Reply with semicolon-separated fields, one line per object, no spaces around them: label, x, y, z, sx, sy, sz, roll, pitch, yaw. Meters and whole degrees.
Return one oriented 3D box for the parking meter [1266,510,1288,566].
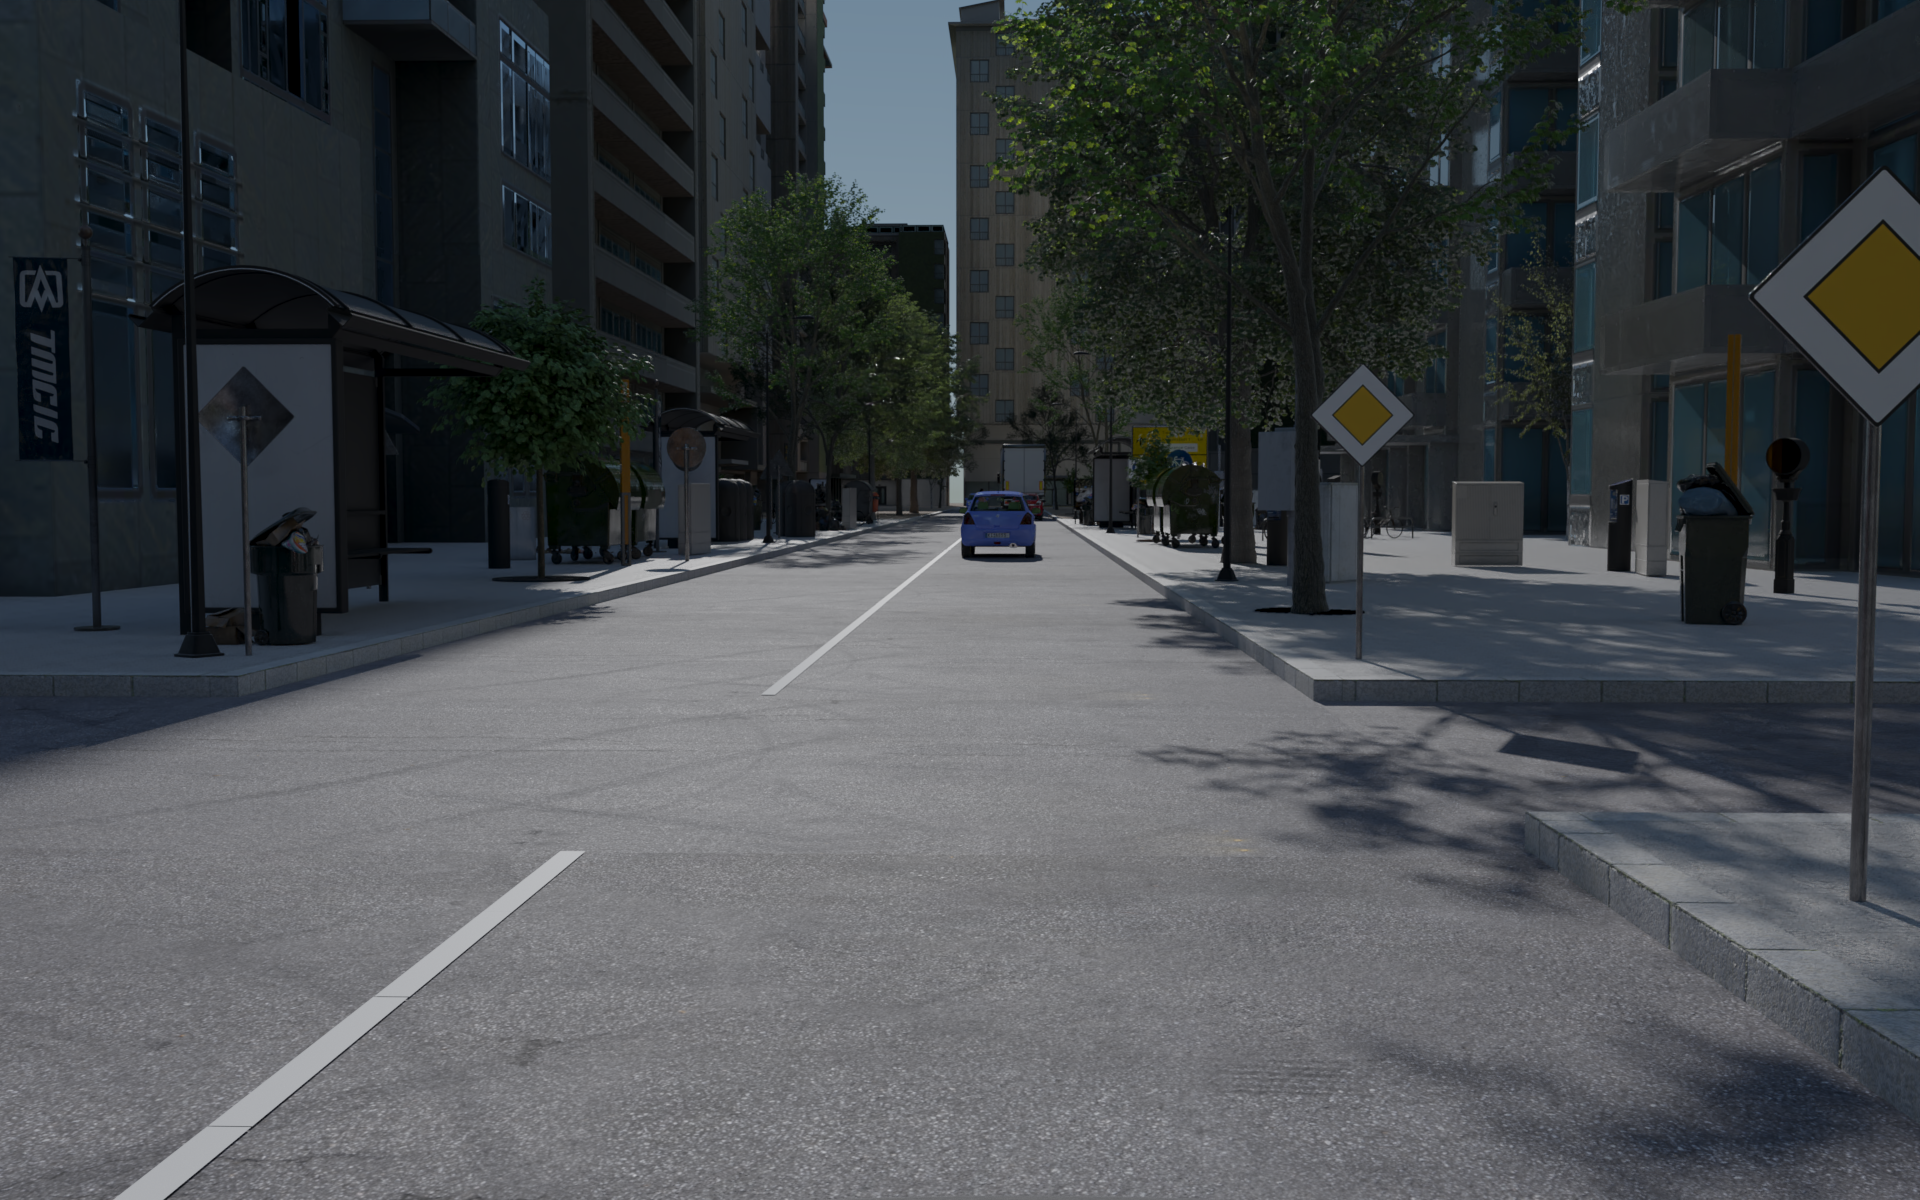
parking meter;5.693;-1.385;31.059;0.372;1.533;0.369;0;3;0

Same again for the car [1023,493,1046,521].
car;3.620;-5.237;94.667;2.155;1.783;4.494;0;4;2

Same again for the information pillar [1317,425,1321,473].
information pillar;8.438;-3.076;41.641;0.504;3.616;0.183;-1;4;-17

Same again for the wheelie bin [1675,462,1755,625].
wheelie bin;7.453;-0.566;17.166;0.693;1.594;0.980;1;4;16

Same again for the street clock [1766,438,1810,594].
street clock;10.649;-1.086;22.327;0.358;2.002;0.471;-3;4;-37

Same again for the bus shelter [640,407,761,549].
bus shelter;-6.362;-3.010;43.134;2.014;3.302;5.546;0;4;2

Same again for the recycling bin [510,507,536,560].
recycling bin;-8.681;-1.302;33.842;0.722;1.027;0.722;-1;4;-17

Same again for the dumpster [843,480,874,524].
dumpster;-4.357;-4.180;74.105;1.264;1.857;1.865;0;4;2

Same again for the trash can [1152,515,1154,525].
trash can;6.646;-2.943;59.771;0.748;1.137;0.748;0;3;0

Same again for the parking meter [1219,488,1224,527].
parking meter;10.171;-3.648;68.052;0.372;1.533;0.369;0;3;0

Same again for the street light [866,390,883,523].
street light;-3.451;-6.348;76.336;1.470;5.913;1.316;0;4;2

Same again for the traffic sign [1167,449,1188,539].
traffic sign;6.248;-3.019;49.466;0.768;2.556;0.104;1;4;11

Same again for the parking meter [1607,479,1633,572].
parking meter;10.966;-1.246;28.784;0.372;1.533;0.369;0;3;0

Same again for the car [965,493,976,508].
car;1.356;-7.883;138.481;1.945;1.707;3.694;0;4;0

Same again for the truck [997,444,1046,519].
truck;3.672;-6.985;103.110;2.839;4.237;11.283;0;4;1

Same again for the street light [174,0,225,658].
street light;-5.480;-2.505;13.504;1.470;5.913;1.316;0;4;2

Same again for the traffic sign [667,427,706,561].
traffic sign;-5.219;-2.015;33.049;0.768;2.556;0.104;0;4;5

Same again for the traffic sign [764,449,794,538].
traffic sign;-5.263;-3.076;50.301;0.884;2.594;0.081;0;4;6

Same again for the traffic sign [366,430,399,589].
traffic sign;-7.998;-1.429;23.361;0.884;2.594;0.081;0;4;7

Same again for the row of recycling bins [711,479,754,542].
row of recycling bins;-6.298;-2.501;48.004;1.069;1.692;3.534;0;4;1

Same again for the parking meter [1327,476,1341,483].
parking meter;11.843;-3.009;54.912;0.399;1.863;0.255;-3;4;-39

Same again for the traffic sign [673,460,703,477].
traffic sign;-6.216;-2.406;39.441;0.768;2.556;0.104;1;4;10

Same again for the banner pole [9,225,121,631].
banner pole;-8.373;-1.601;16.193;0.863;3.779;0.401;-1;4;-12

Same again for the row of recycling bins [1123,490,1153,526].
row of recycling bins;7.775;-3.947;71.642;1.069;1.692;3.534;3;4;38

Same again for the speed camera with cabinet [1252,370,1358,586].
speed camera with cabinet;5.039;-1.863;24.796;0.660;3.252;2.038;3;5;42

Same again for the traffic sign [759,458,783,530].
traffic sign;-6.819;-3.825;62.549;0.884;2.594;0.081;0;4;7

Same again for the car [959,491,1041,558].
car;0.921;-1.878;40.298;1.945;1.707;3.694;0;4;3

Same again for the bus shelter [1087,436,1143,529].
bus shelter;5.772;-4.258;63.545;2.014;3.302;5.546;0;4;2

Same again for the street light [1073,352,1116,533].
street light;4.390;-5.138;56.555;1.470;5.913;1.316;0;4;2

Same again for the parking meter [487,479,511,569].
parking meter;-7.941;-1.309;29.820;0.372;1.533;0.369;0;3;0

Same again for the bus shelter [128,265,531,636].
bus shelter;-6.249;-1.479;18.106;2.014;3.302;5.546;0;4;2

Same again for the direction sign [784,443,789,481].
direction sign;-7.661;-5.215;77.269;0.379;3.537;0.876;1;4;15

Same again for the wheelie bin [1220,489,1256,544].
wheelie bin;6.960;-2.171;43.409;0.693;1.594;0.980;-2;4;-35

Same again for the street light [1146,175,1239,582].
street light;3.391;-3.231;25.368;1.470;5.913;1.316;0;4;2

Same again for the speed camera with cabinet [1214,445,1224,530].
speed camera with cabinet;9.144;-4.085;61.126;2.038;3.252;0.660;0;4;-7

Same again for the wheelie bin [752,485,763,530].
wheelie bin;-7.390;-3.260;61.209;0.693;1.594;0.980;-3;5;-44

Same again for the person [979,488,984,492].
person;1.249;-5.133;93.133;0.721;1.736;1.217;-1;4;-17

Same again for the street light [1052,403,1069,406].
street light;5.384;-7.090;88.460;1.470;5.913;1.316;0;4;2

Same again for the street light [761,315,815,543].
street light;-4.475;-4.441;45.149;1.470;5.913;1.316;0;4;2

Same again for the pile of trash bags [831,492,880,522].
pile of trash bags;-4.814;-4.355;80.963;1.912;1.369;3.447;-3;4;-36

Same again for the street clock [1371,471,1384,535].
street clock;13.178;-3.066;54.694;0.358;2.002;0.471;3;4;39

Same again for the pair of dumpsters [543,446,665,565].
pair of dumpsters;-6.871;-1.894;33.453;1.574;2.255;4.437;0;4;2

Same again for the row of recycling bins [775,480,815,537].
row of recycling bins;-5.085;-2.800;52.893;1.069;1.692;3.534;-1;4;-12

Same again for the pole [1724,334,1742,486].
pole;9.902;-1.736;22.234;0.158;3.312;0.155;0;3;0

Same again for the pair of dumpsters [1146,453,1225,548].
pair of dumpsters;5.568;-2.470;42.877;1.574;2.255;4.437;0;4;2

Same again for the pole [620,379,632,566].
pole;-5.976;-2.267;30.907;0.158;3.312;0.155;0;3;0

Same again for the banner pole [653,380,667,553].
banner pole;-6.657;-2.951;38.270;0.401;3.779;0.863;0;4;0
